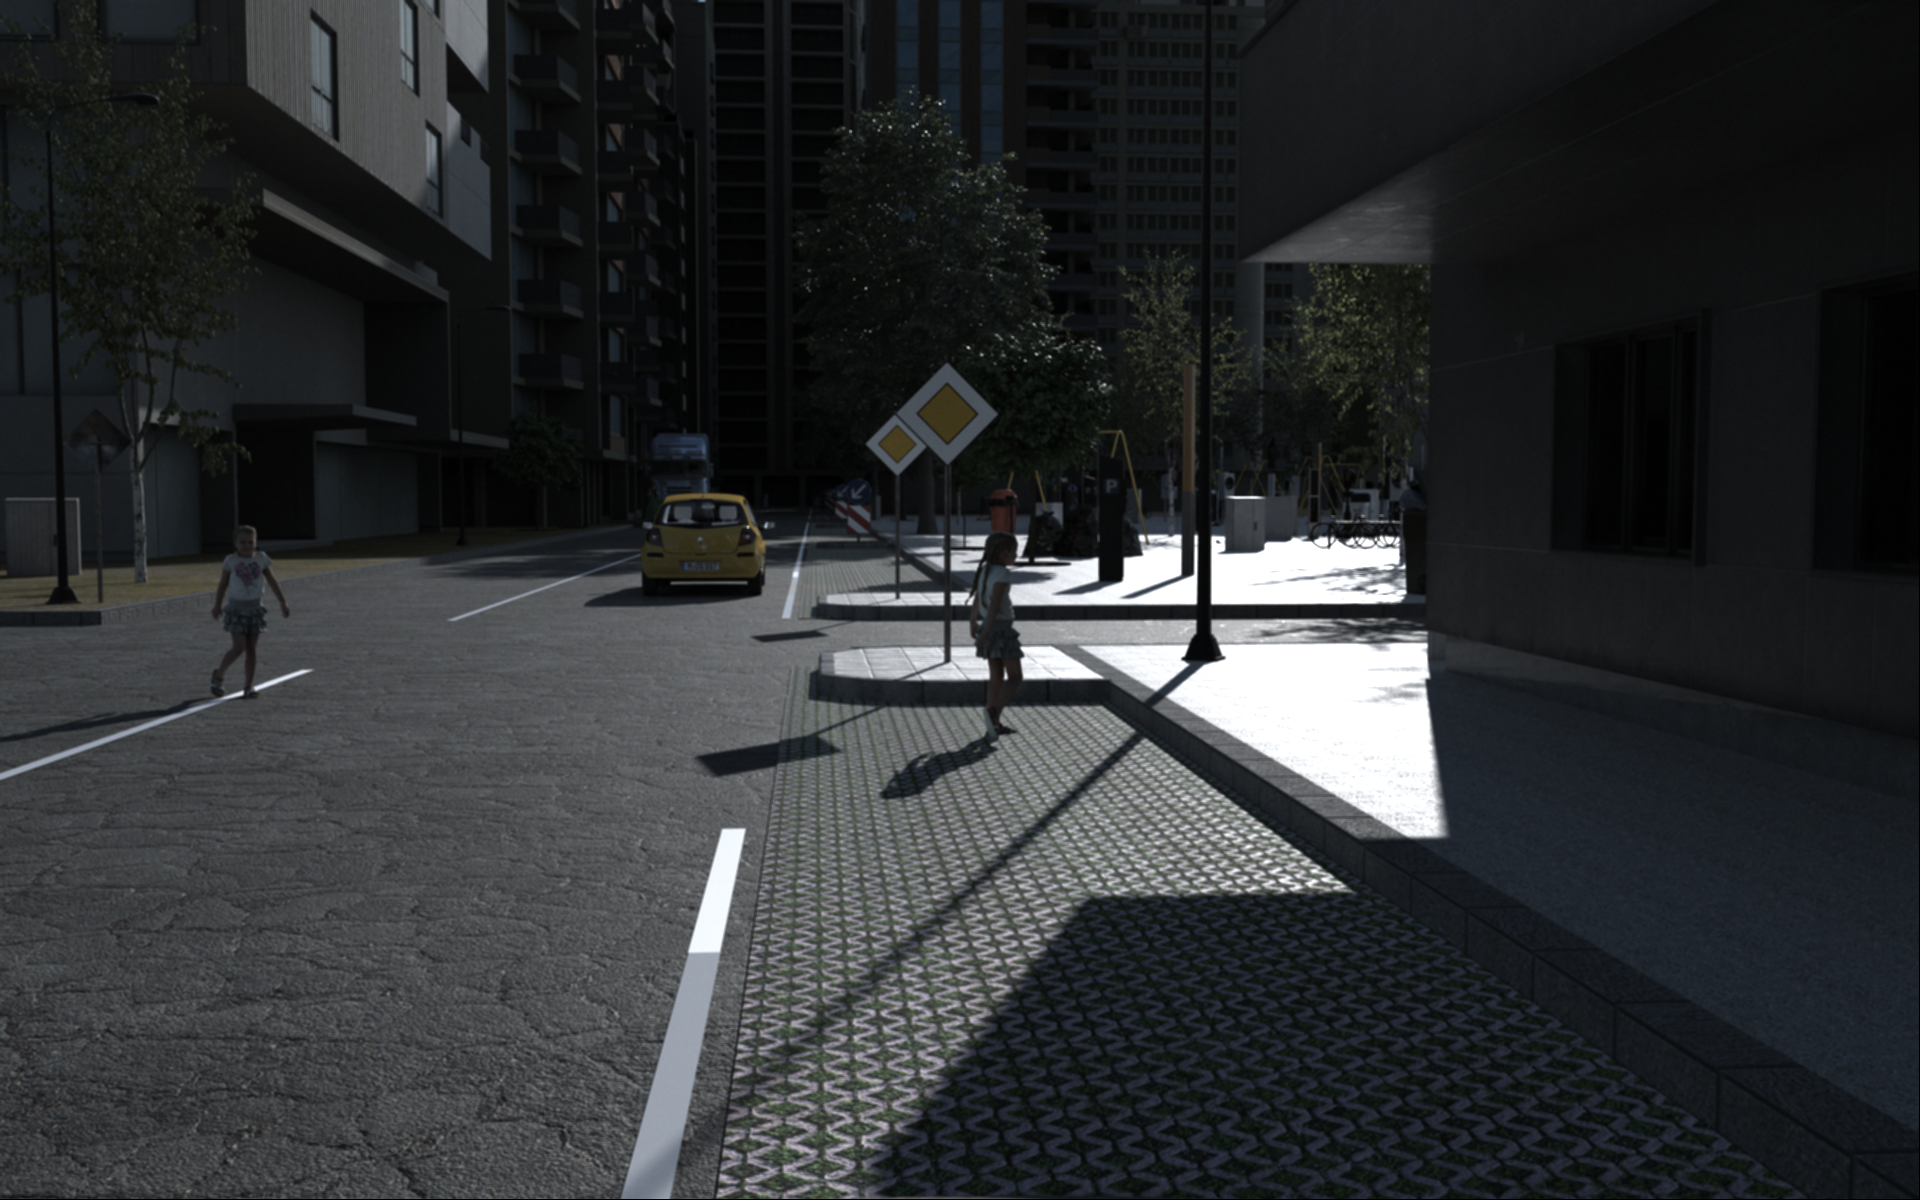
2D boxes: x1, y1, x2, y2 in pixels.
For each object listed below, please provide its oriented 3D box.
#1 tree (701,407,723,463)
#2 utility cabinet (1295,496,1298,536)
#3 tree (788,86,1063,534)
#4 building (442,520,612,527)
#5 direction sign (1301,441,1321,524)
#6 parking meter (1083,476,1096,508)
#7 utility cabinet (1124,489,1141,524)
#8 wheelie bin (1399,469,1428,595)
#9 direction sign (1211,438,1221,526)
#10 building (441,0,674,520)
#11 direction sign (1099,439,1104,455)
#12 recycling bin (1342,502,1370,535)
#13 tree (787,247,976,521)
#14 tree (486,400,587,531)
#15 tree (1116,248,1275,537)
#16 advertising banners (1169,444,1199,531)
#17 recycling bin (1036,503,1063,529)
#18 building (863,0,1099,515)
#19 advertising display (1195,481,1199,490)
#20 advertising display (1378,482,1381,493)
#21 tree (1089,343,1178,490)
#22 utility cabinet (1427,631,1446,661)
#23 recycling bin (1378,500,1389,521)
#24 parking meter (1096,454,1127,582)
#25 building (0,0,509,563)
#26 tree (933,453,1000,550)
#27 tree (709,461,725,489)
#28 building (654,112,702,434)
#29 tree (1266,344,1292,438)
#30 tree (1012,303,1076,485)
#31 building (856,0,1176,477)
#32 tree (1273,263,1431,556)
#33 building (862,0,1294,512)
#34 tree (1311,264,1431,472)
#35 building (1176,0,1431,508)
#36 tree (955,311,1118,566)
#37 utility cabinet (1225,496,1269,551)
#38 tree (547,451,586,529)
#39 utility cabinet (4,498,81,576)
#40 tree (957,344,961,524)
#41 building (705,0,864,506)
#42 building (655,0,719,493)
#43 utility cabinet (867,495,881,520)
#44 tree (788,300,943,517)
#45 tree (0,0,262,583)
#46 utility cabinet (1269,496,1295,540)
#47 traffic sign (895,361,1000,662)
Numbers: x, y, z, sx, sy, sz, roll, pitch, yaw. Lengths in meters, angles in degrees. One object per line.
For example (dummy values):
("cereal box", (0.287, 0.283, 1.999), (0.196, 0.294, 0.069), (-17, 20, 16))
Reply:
("tree", (-21.958, -11.778, 142.933), (4.360, 8.622, 3.978), (0, 3, 0))
("utility cabinet", (10.191, -2.611, 53.850), (0.306, 1.237, 1.020), (-1, 4, -8))
("tree", (-1.017, -9.062, 54.822), (9.857, 13.997, 8.962), (0, 3, 0))
("building", (-25.525, -25.930, 78.579), (22.147, 44.769, 28.867), (0, 4, -5))
("direction sign", (15.090, -5.047, 74.523), (0.876, 3.537, 0.379), (0, 4, -2))
("parking meter", (4.195, -3.062, 55.773), (0.399, 1.863, 0.255), (2, 4, 32))
("utility cabinet", (7.197, -4.028, 74.534), (1.173, 1.500, 0.318), (2, 4, 28))
("wheelie bin", (6.073, -0.879, 22.281), (0.980, 1.594, 0.693), (-1, 4, -22))
("direction sign", (10.294, -4.739, 69.483), (0.379, 3.537, 0.876), (1, 4, 15))
("building", (-29.633, -27.767, 108.611), (22.147, 44.769, 28.867), (0, 4, -5))
("direction sign", (5.830, -4.860, 71.465), (0.379, 3.537, 0.876), (1, 4, 16))
("recycling bin", (12.153, -2.485, 53.176), (0.722, 1.027, 0.722), (1, 4, 22))
("tree", (-2.725, -10.589, 83.503), (12.009, 13.543, 11.850), (0, 3, 0))
("tree", (-14.794, -4.700, 60.554), (4.285, 4.588, 4.351), (0, 3, 0))
("tree", (6.457, -6.200, 51.739), (4.360, 8.622, 3.978), (0, 3, 0))
("advertising banners", (7.953, -3.941, 60.621), (0.090, 3.025, 2.074), (-2, 4, -31))
("recycling bin", (2.583, -2.367, 51.251), (0.722, 1.027, 0.722), (2, 4, 28))
("building", (0.905, -28.353, 113.676), (14.600, 45.320, 14.200), (0, 4, -5))
("advertising display", (11.473, -4.875, 84.914), (0.123, 1.923, 0.974), (3, 5, 42))
("advertising display", (22.913, -5.363, 92.907), (0.974, 1.923, 0.123), (0, 4, 1))
("tree", (7.847, -8.201, 84.450), (4.737, 8.622, 4.395), (0, 3, 0))
("utility cabinet", (4.044, -0.156, 13.714), (0.306, 1.237, 1.020), (3, 5, 39))
("recycling bin", (19.179, -4.061, 78.954), (0.722, 1.027, 0.722), (1, 4, 16))
("parking meter", (2.248, -1.209, 25.482), (0.399, 1.863, 0.255), (1, 4, 9))
("building", (-27.288, -27.689, 41.949), (28.713, 52.752, 27.495), (0, 4, -5))
("tree", (0.101, -2.766, 39.821), (1.663, 3.219, 1.824), (0, 3, 0))
("tree", (-21.757, -10.058, 148.167), (4.285, 4.588, 4.351), (0, 3, 0))
("building", (-27.086, -21.962, 130.782), (14.160, 30.474, 14.107), (0, 4, -5))
("tree", (15.766, -7.785, 77.640), (4.737, 8.622, 4.395), (0, 3, 0))
("tree", (2.966, -7.070, 65.963), (4.360, 8.622, 3.978), (0, 3, 0))
("building", (4.253, -34.834, 158.778), (28.713, 52.752, 27.495), (0, 4, -5))
("tree", (8.983, -5.226, 35.809), (4.360, 8.622, 3.978), (0, 3, 0))
("building", (8.671, -27.021, 133.666), (32.217, 40.220, 23.993), (0, 4, -5))
("tree", (7.333, -4.626, 26.002), (4.737, 8.622, 4.395), (0, 3, 0))
("building", (35.160, -38.062, 164.318), (28.212, 58.520, 21.231), (0, 4, -5))
("tree", (1.256, -2.907, 31.241), (4.285, 4.588, 4.351), (0, 3, 0))
("utility cabinet", (6.496, -1.728, 39.418), (1.020, 1.237, 0.306), (-3, 4, -36))
("tree", (-14.477, -4.289, 64.733), (1.663, 3.219, 1.824), (0, 3, 0))
("utility cabinet", (-14.514, -0.994, 27.420), (1.020, 1.237, 0.306), (-1, 4, -21))
("tree", (-0.286, -7.532, 73.517), (4.737, 8.622, 4.395), (0, 3, 0))
("building", (-16.680, -45.888, 188.527), (20.611, 71.187, 20.563), (0, 4, -5))
("building", (-33.484, -32.728, 158.803), (21.600, 48.544, 21.300), (0, 4, -5))
("utility cabinet", (-4.196, -4.499, 84.718), (0.306, 1.237, 1.020), (-2, 4, -27))
("tree", (-4.914, -11.026, 97.280), (9.611, 12.733, 9.660), (0, 3, 0))
("tree", (-11.837, -4.546, 24.683), (4.737, 8.622, 4.395), (0, 3, 0))
("utility cabinet", (8.736, -2.270, 48.277), (1.020, 1.237, 0.306), (1, 4, 15))
("traffic sign", (-0.098, -0.582, 13.160), (0.795, 2.450, 0.064), (0, 4, -5))
